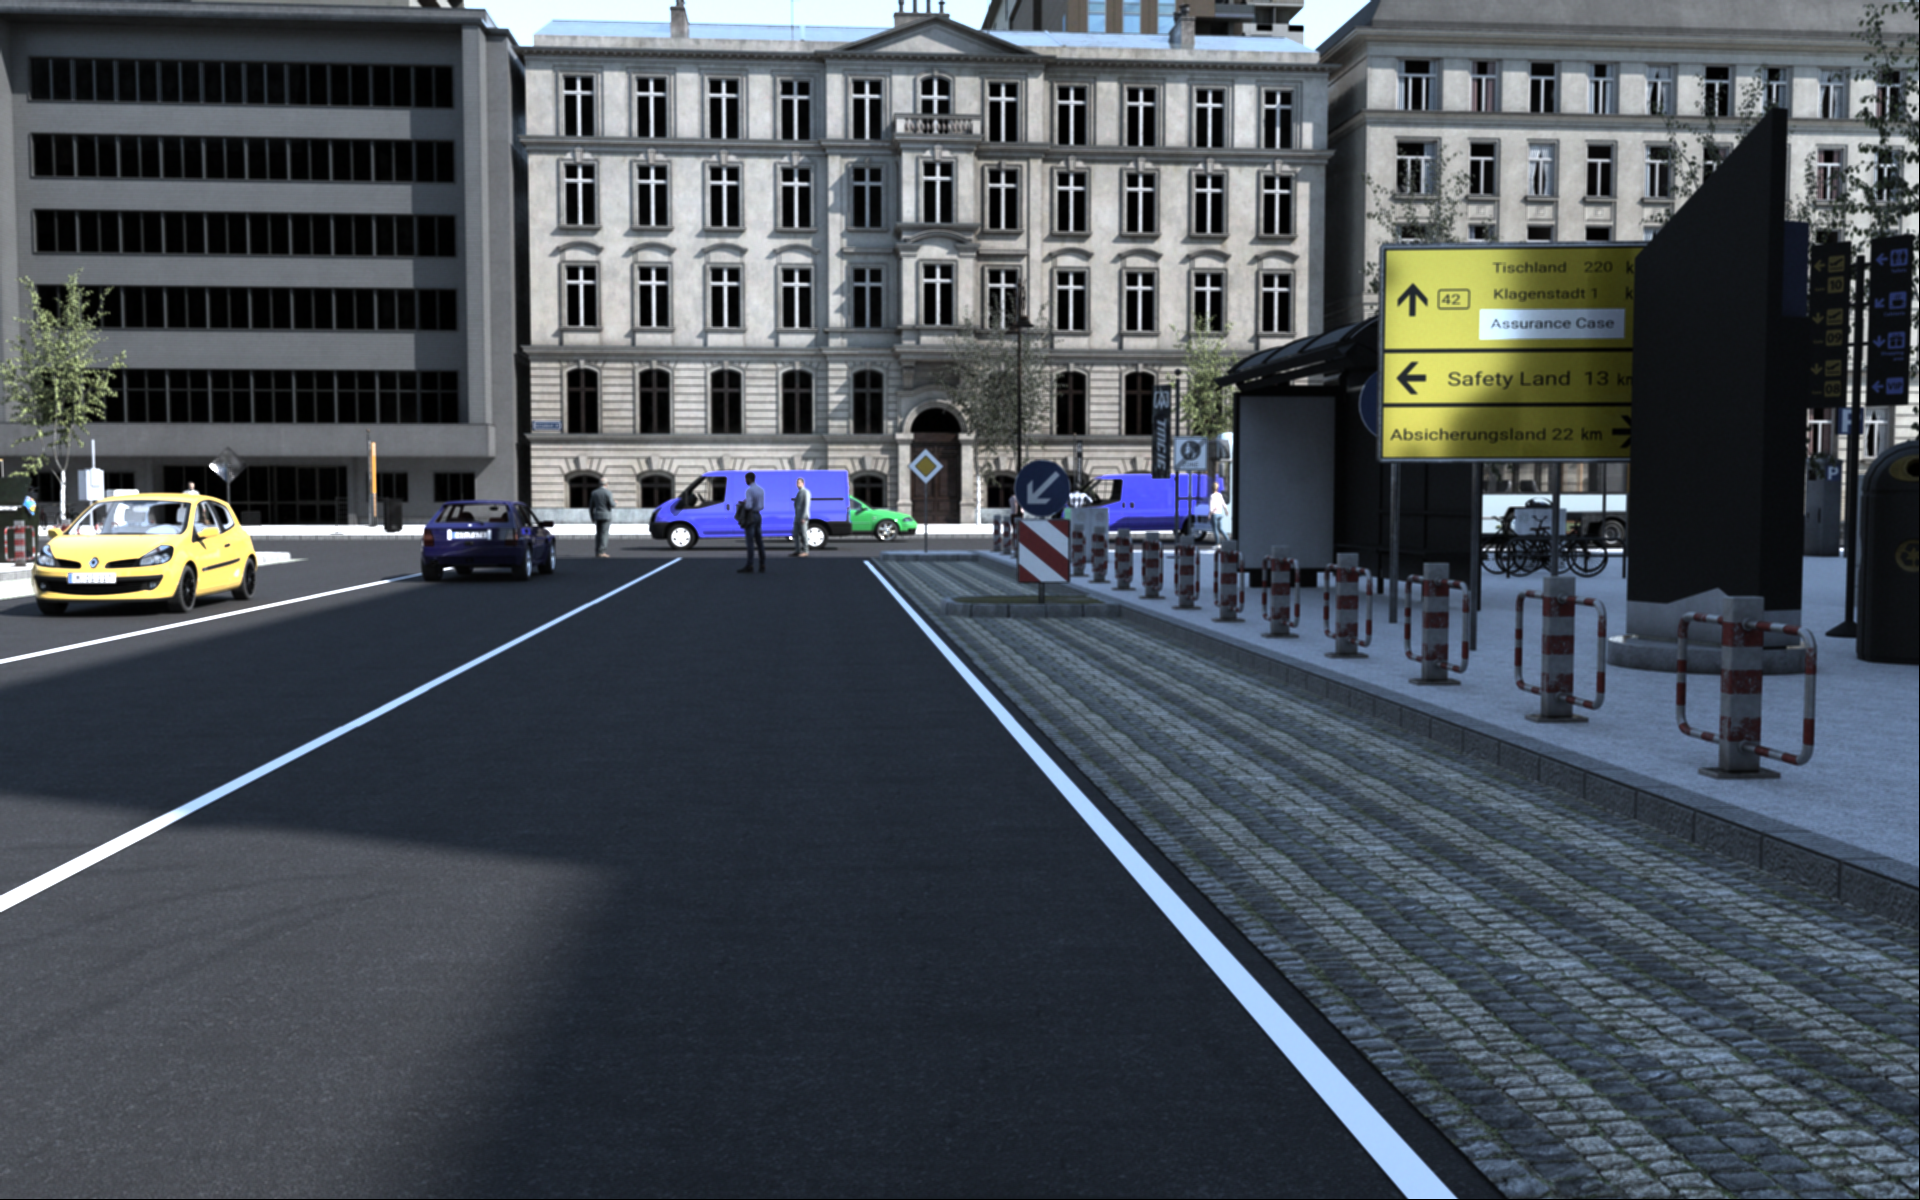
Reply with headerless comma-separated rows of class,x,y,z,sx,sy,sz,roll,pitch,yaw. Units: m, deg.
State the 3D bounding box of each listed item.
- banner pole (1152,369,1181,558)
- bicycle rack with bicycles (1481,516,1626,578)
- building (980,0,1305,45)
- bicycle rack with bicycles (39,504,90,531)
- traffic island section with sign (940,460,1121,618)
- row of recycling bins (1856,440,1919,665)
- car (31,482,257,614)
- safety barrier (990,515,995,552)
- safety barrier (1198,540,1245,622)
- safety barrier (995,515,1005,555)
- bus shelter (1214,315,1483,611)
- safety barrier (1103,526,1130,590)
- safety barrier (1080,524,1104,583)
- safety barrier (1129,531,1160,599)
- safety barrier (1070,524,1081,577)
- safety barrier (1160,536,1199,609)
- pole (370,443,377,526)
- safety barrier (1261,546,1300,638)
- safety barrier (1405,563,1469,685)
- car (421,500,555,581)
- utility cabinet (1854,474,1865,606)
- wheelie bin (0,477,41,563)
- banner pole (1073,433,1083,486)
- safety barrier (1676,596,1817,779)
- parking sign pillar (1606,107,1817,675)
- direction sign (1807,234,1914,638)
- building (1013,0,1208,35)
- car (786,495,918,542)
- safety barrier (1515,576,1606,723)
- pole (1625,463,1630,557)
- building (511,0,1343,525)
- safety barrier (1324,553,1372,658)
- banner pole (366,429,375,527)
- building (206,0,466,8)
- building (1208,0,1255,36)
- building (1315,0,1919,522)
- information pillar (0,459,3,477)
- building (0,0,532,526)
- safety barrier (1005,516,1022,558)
banner pole,4.187,-2.745,34.904,0.863,3.779,0.401,3,5,42
bicycle rack with bicycles,9.132,-0.861,27.461,2.925,0.926,2.852,0,4,3
building,17.600,-35.567,170.765,28.713,52.752,27.495,0,4,-5
bicycle rack with bicycles,-31.297,-2.926,61.222,2.852,0.926,2.925,-3,4,-36
traffic island section with sign,0.787,-0.748,20.857,1.989,1.847,2.006,0,4,-5
row of recycling bins,8.015,-0.308,12.146,1.069,1.692,3.534,-2,4,-28
car,-10.281,-0.719,21.983,2.015,1.641,3.980,0,4,-7
safety barrier,0.827,-1.482,38.513,0.300,0.817,1.120,0,4,-5
safety barrier,2.701,-0.192,17.414,0.300,0.817,1.120,0,4,-5
safety barrier,0.997,-1.366,36.604,0.300,0.817,1.120,0,4,-5
bus shelter,4.745,-1.675,21.315,2.014,3.302,5.546,0,4,-5
safety barrier,2.189,-0.544,23.165,0.300,0.817,1.120,0,4,-5
safety barrier,2.018,-0.661,25.080,0.300,0.817,1.120,0,4,-5
safety barrier,2.358,-0.426,21.241,0.300,0.817,1.120,0,4,-5
safety barrier,1.850,-0.778,26.989,0.300,0.817,1.120,0,4,-5
safety barrier,2.530,-0.309,19.323,0.300,0.817,1.120,0,4,-5
pole,-23.226,-4.570,68.558,0.158,3.312,0.155,0,3,0
safety barrier,2.868,-0.075,15.504,0.300,0.817,1.120,0,4,-5
safety barrier,3.208,0.158,11.686,0.300,0.817,1.120,0,4,-5
car,-8.088,-1.062,29.940,1.945,1.354,3.894,0,4,-4
utility cabinet,10.436,-0.630,18.977,0.318,1.500,1.173,-2,4,-25
wheelie bin,-17.590,-1.487,32.227,0.980,1.594,0.693,0,4,2
banner pole,4.798,-4.941,70.804,0.401,3.779,0.863,-2,4,-27
safety barrier,3.546,0.392,7.859,0.300,0.817,1.120,0,4,-5
parking sign pillar,5.608,-1.491,12.845,1.447,3.967,1.447,-1,4,-21
direction sign,8.019,-1.438,15.516,0.379,3.537,0.876,-3,4,-38
building,12.194,-30.542,149.467,14.600,45.320,14.200,0,4,-5
car,-3.638,-2.662,52.322,4.718,1.807,1.959,0,4,-6
safety barrier,3.375,0.275,9.777,0.300,0.817,1.120,0,4,-5
pole,13.694,-2.534,35.275,0.158,3.312,0.155,0,3,0
building,-1.507,-15.845,78.145,34.723,24.649,14.460,0,4,-5
safety barrier,3.038,0.042,13.595,0.300,0.817,1.120,0,4,-5
banner pole,-22.839,-4.710,67.021,0.401,3.779,0.863,-1,4,-13
building,-50.785,-31.189,133.648,21.300,48.544,21.600,0,4,-5
building,14.117,-29.682,135.408,14.600,45.320,14.200,0,4,-5
building,30.679,-15.208,81.932,30.059,22.955,16.112,0,4,-5
information pillar,-20.389,-1.960,36.533,0.304,2.012,0.304,0,4,-1
building,-33.782,-15.659,75.093,30.058,24.678,14.314,0,4,-5
safety barrier,1.164,-1.249,34.688,0.300,0.817,1.120,0,4,-5
